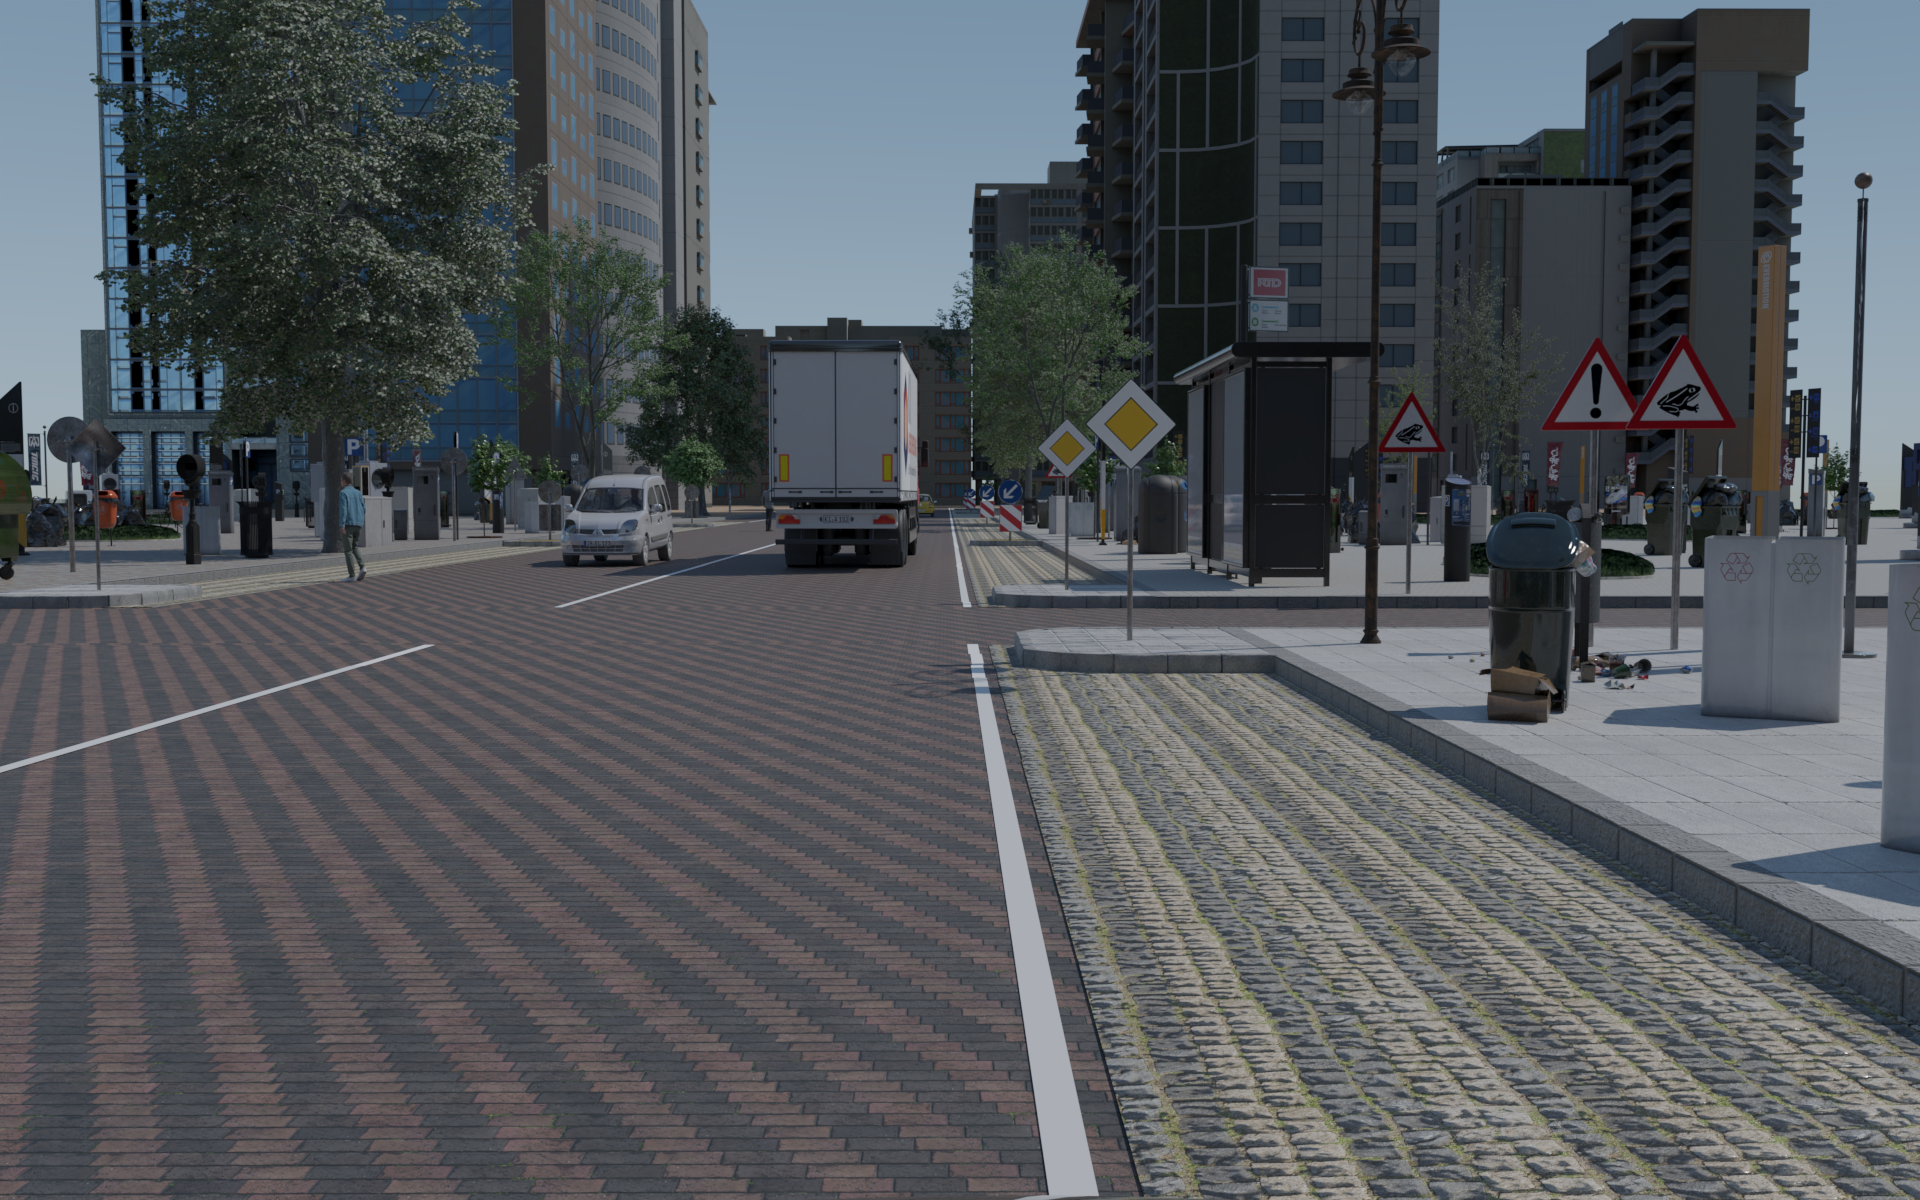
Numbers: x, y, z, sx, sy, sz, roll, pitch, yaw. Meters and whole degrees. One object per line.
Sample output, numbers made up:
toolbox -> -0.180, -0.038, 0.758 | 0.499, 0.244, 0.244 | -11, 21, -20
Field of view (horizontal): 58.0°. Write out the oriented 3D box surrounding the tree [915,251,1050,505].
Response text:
tree -> 2.547, -17.261, 138.102 | 12.611, 20.169, 13.585 | 0, 3, 0

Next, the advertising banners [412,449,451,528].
advertising banners -> -20.330, -4.305, 66.578 | 2.074, 3.025, 0.090 | 2, 4, 32

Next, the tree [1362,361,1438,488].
tree -> 24.549, -8.910, 96.048 | 4.737, 8.622, 4.395 | 0, 3, 0

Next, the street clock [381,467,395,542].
street clock -> -15.322, -2.559, 46.411 | 0.358, 2.002, 0.471 | 0, 4, -2

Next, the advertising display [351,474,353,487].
advertising display -> -17.399, -2.789, 50.820 | 0.974, 1.923, 0.123 | 1, 4, 19

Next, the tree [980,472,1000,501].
tree -> 2.407, -9.527, 150.365 | 1.663, 3.219, 1.824 | 0, 3, 0

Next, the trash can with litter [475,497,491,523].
trash can with litter -> -20.854, -3.983, 76.512 | 0.624, 1.170, 1.055 | 2, 4, 29

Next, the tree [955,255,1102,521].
tree -> 3.480, -10.035, 82.194 | 7.486, 12.596, 7.792 | 0, 3, 0

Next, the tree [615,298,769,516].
tree -> -15.275, -11.284, 101.509 | 9.611, 12.733, 9.660 | 0, 3, 0

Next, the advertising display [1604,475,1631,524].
advertising display -> 21.997, -3.227, 57.977 | 0.123, 1.923, 0.974 | -2, 4, -28

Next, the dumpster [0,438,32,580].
dumpster -> -14.653, -1.378, 25.030 | 1.502, 2.255, 1.985 | 0, 4, 0

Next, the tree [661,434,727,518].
tree -> -14.140, -6.654, 92.514 | 4.285, 4.588, 4.351 | 0, 3, 0

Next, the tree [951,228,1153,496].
tree -> 3.809, -8.782, 69.343 | 9.928, 11.665, 9.643 | 0, 3, 0

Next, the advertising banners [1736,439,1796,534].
advertising banners -> 25.752, -3.628, 55.512 | 2.074, 3.025, 0.090 | 3, 5, 43

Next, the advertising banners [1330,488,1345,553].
advertising banners -> 7.533, -2.501, 37.087 | 2.074, 3.025, 0.090 | -3, 4, -38

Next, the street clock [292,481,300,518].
street clock -> -36.235, -5.506, 94.600 | 0.358, 2.002, 0.471 | 0, 4, 4

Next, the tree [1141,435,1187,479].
tree -> 6.493, -3.716, 55.362 | 1.663, 3.219, 1.824 | 0, 3, 0

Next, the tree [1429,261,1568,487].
tree -> 16.556, -6.371, 54.528 | 4.360, 8.622, 3.978 | 0, 3, 0

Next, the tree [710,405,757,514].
tree -> -15.108, -9.978, 113.508 | 4.737, 8.622, 4.395 | 0, 3, 0

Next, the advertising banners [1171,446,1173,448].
advertising banners -> 7.276, -4.099, 63.205 | 2.074, 3.025, 0.090 | -2, 4, -34

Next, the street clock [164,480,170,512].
street clock -> -40.454, -5.126, 88.377 | 0.358, 2.002, 0.471 | -1, 4, -14

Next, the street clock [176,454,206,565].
street clock -> -13.965, -1.647, 31.499 | 0.471, 2.002, 0.358 | 1, 4, 17

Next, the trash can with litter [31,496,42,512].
trash can with litter -> -31.040, -2.919, 58.786 | 1.678, 1.210, 2.233 | 0, 4, -2

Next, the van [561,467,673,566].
van -> -7.059, -1.765, 35.863 | 2.013, 2.044, 4.112 | 0, 4, 1

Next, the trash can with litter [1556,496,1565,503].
trash can with litter -> 31.219, -4.762, 89.246 | 0.624, 1.170, 1.055 | -3, 5, -41

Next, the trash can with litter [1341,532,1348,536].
trash can with litter -> 11.090, -2.588, 53.366 | 2.233, 1.210, 1.678 | 0, 4, 5

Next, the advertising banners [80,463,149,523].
advertising banners -> -27.236, -3.639, 55.681 | 2.074, 3.025, 0.090 | -2, 4, -32

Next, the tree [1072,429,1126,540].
tree -> 3.725, -3.338, 49.176 | 1.663, 3.219, 1.824 | 0, 3, 0

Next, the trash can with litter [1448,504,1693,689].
trash can with litter -> 4.394, -0.085, 12.449 | 1.678, 1.210, 2.233 | 1, 4, 15

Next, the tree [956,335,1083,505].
tree -> 3.352, -9.719, 93.313 | 7.601, 10.594, 8.767 | 0, 4, -2

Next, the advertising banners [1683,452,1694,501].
advertising banners -> 30.186, -4.633, 71.930 | 0.090, 3.025, 2.074 | 1, 4, 9

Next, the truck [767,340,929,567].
truck -> -2.215, -2.951, 37.171 | 2.839, 4.237, 11.283 | 0, 4, 1

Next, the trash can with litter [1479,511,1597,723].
trash can with litter -> 3.368, 0.079, 10.093 | 0.624, 1.170, 1.055 | 1, 4, 21

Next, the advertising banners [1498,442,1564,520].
advertising banners -> 19.282, -3.813, 58.527 | 2.074, 3.025, 0.090 | 2, 4, 27

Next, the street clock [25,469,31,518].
street clock -> -27.337, -2.812, 50.548 | 0.358, 2.002, 0.471 | 0, 3, 0

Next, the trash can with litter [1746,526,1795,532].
trash can with litter -> 27.643, -2.931, 58.979 | 1.678, 1.210, 2.233 | 1, 4, 19

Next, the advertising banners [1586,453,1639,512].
advertising banners -> 27.623, -4.719, 73.351 | 2.074, 3.025, 0.090 | 1, 4, 15

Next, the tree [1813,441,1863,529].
tree -> 32.187, -4.211, 63.445 | 1.663, 3.219, 1.824 | 0, 3, 0

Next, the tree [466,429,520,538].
tree -> -13.934, -3.415, 50.437 | 1.663, 3.219, 1.824 | 0, 3, 0

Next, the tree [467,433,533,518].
tree -> -24.760, -6.688, 93.059 | 4.285, 4.588, 4.351 | 0, 3, 0

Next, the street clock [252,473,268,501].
street clock -> -27.384, -3.862, 67.707 | 0.471, 2.002, 0.358 | -2, 4, -29

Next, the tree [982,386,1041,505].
tree -> 3.384, -9.691, 108.809 | 4.737, 8.622, 4.395 | 0, 3, 0

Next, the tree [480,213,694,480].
tree -> -14.181, -8.561, 65.721 | 9.928, 11.665, 9.643 | 0, 3, 0

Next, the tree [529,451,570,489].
tree -> -18.297, -5.037, 76.961 | 1.663, 3.219, 1.824 | 0, 3, 0

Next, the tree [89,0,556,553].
tree -> -13.612, -8.000, 37.454 | 9.857, 13.997, 8.962 | 0, 3, 0

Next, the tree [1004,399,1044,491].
tree -> 4.186, -10.458, 121.358 | 4.360, 8.622, 3.978 | 0, 3, 0
